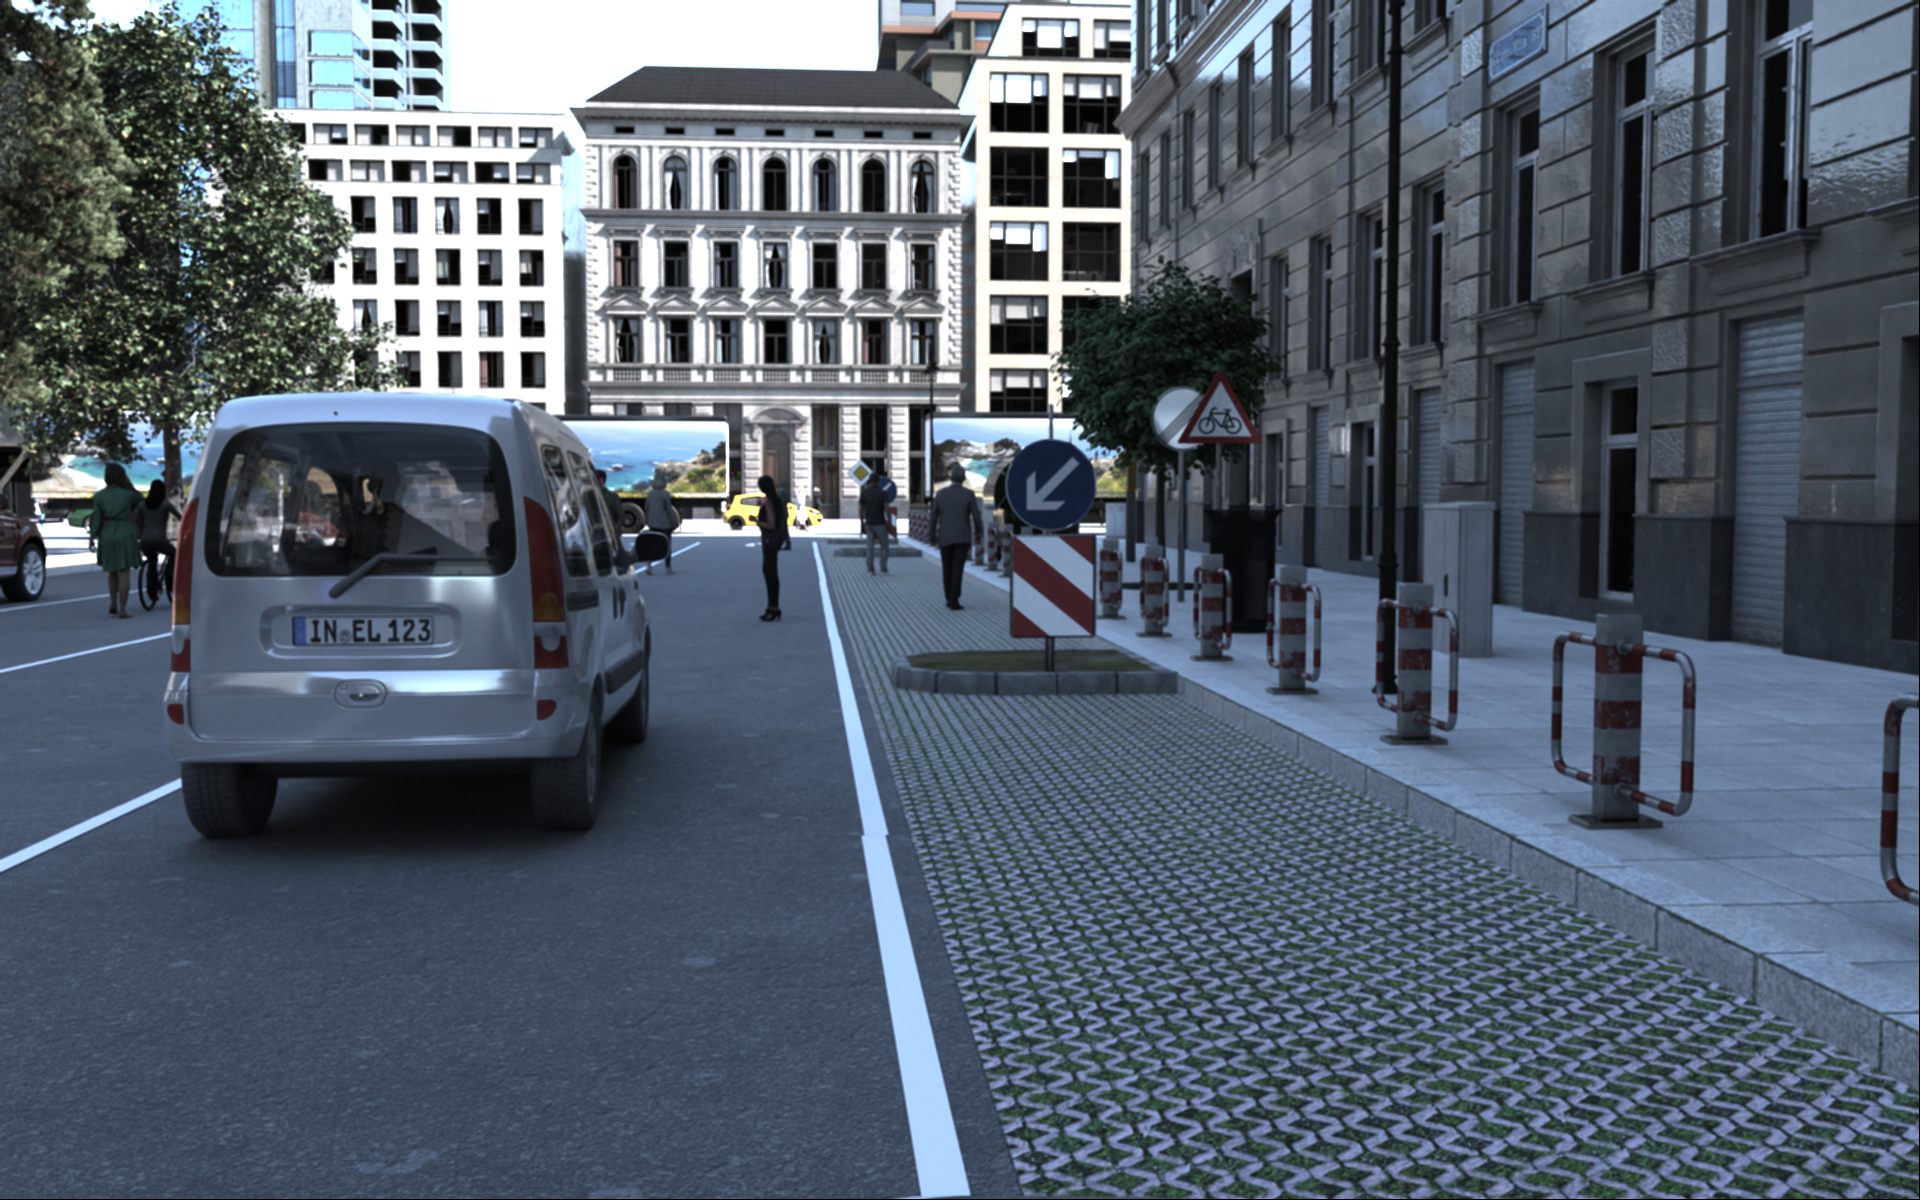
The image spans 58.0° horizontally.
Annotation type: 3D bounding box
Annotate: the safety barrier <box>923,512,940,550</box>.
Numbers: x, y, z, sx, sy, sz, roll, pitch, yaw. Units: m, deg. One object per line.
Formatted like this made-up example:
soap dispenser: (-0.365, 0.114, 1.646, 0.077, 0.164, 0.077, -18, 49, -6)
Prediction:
safety barrier: (-0.647, -1.710, 42.230, 0.300, 0.817, 1.120, 0, 4, -5)

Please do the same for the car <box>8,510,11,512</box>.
car: (-39.425, -3.591, 67.503, 4.718, 1.807, 1.959, 0, 4, -4)

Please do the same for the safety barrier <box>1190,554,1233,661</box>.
safety barrier: (1.944, 0.056, 13.358, 0.300, 0.817, 1.120, 0, 4, -5)

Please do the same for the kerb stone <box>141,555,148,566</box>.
kerb stone: (-16.329, -0.755, 34.540, 0.120, 0.150, 1.000, 0, 4, -5)

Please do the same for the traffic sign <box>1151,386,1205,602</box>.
traffic sign: (2.634, -1.252, 20.569, 0.768, 2.556, 0.104, 0, 4, -4)

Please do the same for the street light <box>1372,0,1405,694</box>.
street light: (2.751, -2.337, 11.000, 0.468, 5.910, 1.993, 0, 4, -5)

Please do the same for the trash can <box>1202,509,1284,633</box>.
trash can: (2.634, -0.276, 16.159, 0.748, 1.137, 0.748, 0, 3, 0)

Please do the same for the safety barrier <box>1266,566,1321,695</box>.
safety barrier: (2.141, 0.192, 11.141, 0.300, 0.817, 1.120, 0, 4, -5)

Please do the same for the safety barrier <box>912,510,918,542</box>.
safety barrier: (-1.049, -1.982, 46.675, 0.300, 0.817, 1.120, 0, 4, -5)

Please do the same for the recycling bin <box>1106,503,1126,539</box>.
recycling bin: (4.696, -2.302, 50.190, 0.722, 1.027, 0.722, 3, 4, 37)

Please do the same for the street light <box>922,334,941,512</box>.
street light: (-0.823, -4.730, 50.117, 0.468, 5.910, 1.993, 0, 4, -5)

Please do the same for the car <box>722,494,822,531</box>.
car: (-7.477, -3.588, 68.891, 3.980, 1.641, 2.015, 0, 4, -6)

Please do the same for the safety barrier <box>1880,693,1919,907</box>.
safety barrier: (2.740, 0.599, 4.477, 0.300, 0.817, 1.120, 0, 4, -5)

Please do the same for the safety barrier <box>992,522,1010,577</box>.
safety barrier: (0.744, -0.760, 26.697, 0.300, 0.817, 1.120, 0, 4, -5)

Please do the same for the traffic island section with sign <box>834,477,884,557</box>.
traffic island section with sign: (-1.922, -1.922, 40.051, 1.989, 1.847, 2.006, 0, 4, -5)

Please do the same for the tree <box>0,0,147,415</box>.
tree: (-17.726, -7.234, 28.150, 7.806, 13.903, 7.818, 0, 3, 0)

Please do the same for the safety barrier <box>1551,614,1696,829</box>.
safety barrier: (2.541, 0.464, 6.693, 0.300, 0.817, 1.120, 0, 4, -5)

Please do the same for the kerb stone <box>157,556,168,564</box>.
kerb stone: (-16.417, -0.818, 35.568, 0.120, 0.150, 1.000, 0, 4, -5)

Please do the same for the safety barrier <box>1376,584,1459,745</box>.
safety barrier: (2.342, 0.328, 8.919, 0.300, 0.817, 1.120, 0, 4, -5)

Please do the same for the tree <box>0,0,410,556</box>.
tree: (-17.830, -7.312, 39.022, 9.611, 12.733, 9.660, 0, 3, 0)

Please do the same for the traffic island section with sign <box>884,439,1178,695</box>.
traffic island section with sign: (0.484, -0.280, 13.203, 1.989, 1.847, 2.006, 0, 4, -5)

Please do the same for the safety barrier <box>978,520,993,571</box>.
safety barrier: (0.545, -0.895, 28.913, 0.300, 0.817, 1.120, 0, 4, -5)

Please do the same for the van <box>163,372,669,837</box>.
van: (-2.513, -0.102, 8.673, 2.013, 2.044, 4.112, 0, 4, -6)

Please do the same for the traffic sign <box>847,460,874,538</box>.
traffic sign: (-2.878, -2.856, 50.335, 0.795, 2.450, 0.064, 0, 4, -5)

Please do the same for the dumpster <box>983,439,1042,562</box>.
dumpster: (1.264, -1.792, 31.791, 1.502, 2.255, 1.985, 0, 4, -5)

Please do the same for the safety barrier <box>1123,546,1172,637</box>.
safety barrier: (1.746, -0.080, 15.576, 0.300, 0.817, 1.120, 0, 4, -5)

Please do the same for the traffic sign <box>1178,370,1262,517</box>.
traffic sign: (2.720, -1.113, 18.201, 0.884, 2.594, 0.081, 0, 4, -2)

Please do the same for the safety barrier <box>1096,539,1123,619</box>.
safety barrier: (1.548, -0.216, 17.807, 0.300, 0.817, 1.120, 0, 4, -5)

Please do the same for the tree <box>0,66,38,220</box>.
tree: (-15.768, -6.424, 17.862, 12.009, 13.543, 11.850, 0, 3, 0)

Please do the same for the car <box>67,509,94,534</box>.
car: (-29.691, -3.124, 62.870, 4.920, 1.459, 2.131, 0, 4, -4)

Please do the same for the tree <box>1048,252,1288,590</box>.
tree: (2.856, -2.450, 23.773, 4.285, 4.588, 4.351, 0, 3, 0)

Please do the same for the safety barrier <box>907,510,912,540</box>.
safety barrier: (-1.247, -2.117, 48.892, 0.300, 0.817, 1.120, 0, 4, -5)

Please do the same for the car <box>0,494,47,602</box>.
car: (-13.230, -0.777, 21.379, 2.281, 1.827, 5.304, 0, 4, -5)

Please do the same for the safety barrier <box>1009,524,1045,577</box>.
safety barrier: (0.944, -0.624, 24.480, 0.300, 0.817, 1.120, 0, 4, -5)

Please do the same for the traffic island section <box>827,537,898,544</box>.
traffic island section: (-2.855, -1.721, 50.414, 2.009, 0.180, 2.903, 0, 4, -5)

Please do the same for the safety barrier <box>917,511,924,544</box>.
safety barrier: (-0.851, -1.846, 44.458, 0.300, 0.817, 1.120, 0, 4, -5)

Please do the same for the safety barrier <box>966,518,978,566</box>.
safety barrier: (0.346, -1.031, 31.130, 0.300, 0.817, 1.120, 0, 4, -5)

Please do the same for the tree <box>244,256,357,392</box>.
tree: (-18.667, -5.790, 47.486, 4.360, 8.622, 3.978, 0, 3, 0)

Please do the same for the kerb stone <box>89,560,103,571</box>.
kerb stone: (-16.140, -0.630, 32.494, 0.120, 0.150, 1.000, 0, 4, -5)
